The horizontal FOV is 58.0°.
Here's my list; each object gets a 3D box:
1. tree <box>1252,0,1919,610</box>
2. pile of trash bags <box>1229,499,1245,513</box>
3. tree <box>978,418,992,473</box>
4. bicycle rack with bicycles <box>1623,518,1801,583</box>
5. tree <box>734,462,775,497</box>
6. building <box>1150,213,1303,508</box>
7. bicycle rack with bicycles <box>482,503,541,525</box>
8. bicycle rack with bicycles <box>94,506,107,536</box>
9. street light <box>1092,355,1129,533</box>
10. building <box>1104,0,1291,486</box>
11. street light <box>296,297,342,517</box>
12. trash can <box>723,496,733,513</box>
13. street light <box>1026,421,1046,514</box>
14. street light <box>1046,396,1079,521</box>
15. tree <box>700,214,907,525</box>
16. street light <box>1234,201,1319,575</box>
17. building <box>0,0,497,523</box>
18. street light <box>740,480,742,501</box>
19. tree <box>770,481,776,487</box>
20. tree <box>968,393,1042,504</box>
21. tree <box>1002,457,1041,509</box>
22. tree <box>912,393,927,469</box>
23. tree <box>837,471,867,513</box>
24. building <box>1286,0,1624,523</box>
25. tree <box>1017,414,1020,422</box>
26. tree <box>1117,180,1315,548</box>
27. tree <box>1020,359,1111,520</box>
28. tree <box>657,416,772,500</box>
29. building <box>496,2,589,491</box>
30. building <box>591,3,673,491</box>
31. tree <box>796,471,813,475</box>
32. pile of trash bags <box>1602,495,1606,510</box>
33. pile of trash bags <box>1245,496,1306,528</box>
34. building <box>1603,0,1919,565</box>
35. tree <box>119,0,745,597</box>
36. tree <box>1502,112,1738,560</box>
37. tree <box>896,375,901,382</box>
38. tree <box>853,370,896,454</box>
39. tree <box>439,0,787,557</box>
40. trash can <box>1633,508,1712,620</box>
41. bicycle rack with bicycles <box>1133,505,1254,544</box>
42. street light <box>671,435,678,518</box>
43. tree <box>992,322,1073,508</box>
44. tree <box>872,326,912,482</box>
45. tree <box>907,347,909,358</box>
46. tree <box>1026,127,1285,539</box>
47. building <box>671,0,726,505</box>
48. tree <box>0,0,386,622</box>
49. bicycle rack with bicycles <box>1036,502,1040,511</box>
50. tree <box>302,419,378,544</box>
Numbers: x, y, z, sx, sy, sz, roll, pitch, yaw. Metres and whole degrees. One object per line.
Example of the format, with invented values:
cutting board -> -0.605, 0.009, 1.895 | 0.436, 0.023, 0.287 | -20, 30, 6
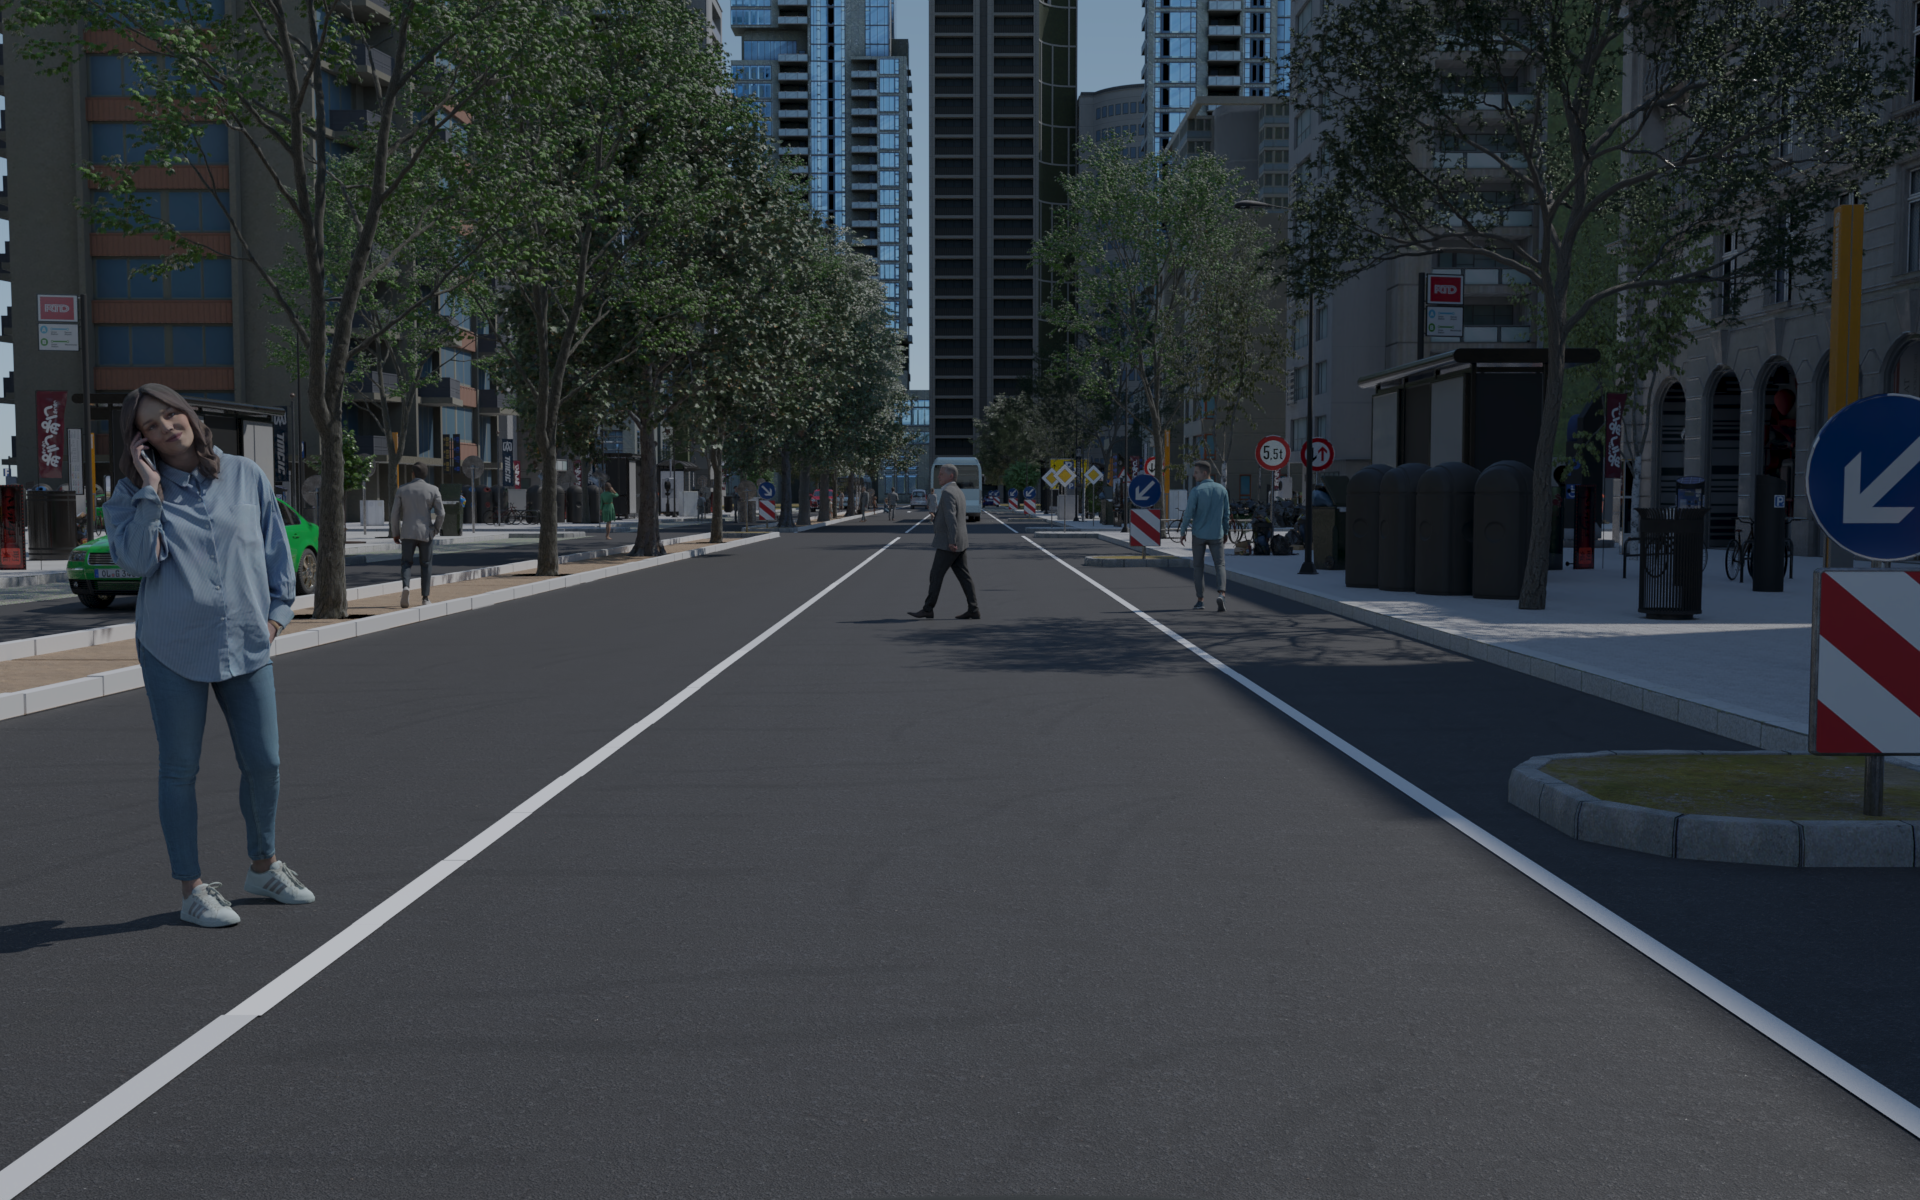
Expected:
tree -> 6.661, -5.161, 18.791 | 7.601, 10.594, 8.767 | 2, 4, 31
pile of trash bags -> 12.275, -4.307, 80.170 | 1.912, 1.369, 3.447 | -3, 4, -36
tree -> 6.461, -12.051, 131.446 | 8.767, 10.594, 7.601 | 1, 4, 20
bicycle rack with bicycles -> 11.559, -0.789, 26.284 | 2.925, 0.926, 2.852 | -3, 5, -42
tree -> -16.723, -9.632, 141.199 | 4.285, 4.588, 4.351 | 0, 3, 0
building -> 28.747, -16.890, 121.198 | 27.650, 21.520, 28.899 | 0, 3, 0
bicycle rack with bicycles -> -18.367, -3.614, 72.470 | 2.925, 0.926, 2.852 | -1, 4, -10
bicycle rack with bicycles -> -24.834, -2.402, 52.648 | 2.852, 0.926, 2.925 | -2, 4, -35
street light -> 4.962, -5.192, 57.430 | 1.470, 5.913, 1.316 | 0, 3, 0
building -> 28.295, -53.550, 188.220 | 22.319, 86.520, 31.000 | 0, 3, 0
street light -> -15.071, -4.183, 40.939 | 1.470, 5.913, 1.316 | 0, 3, 0
trash can -> -16.037, -6.618, 119.864 | 0.748, 1.137, 0.748 | 0, 3, 0
street light -> 4.954, -8.424, 110.273 | 1.470, 5.913, 1.316 | 0, 3, 0
street light -> 4.920, -6.645, 81.192 | 1.470, 5.913, 1.316 | 0, 3, 0
tree -> -7.201, -10.410, 79.322 | 9.857, 13.997, 8.962 | 0, 3, 0
street light -> 5.036, -3.366, 27.580 | 1.470, 5.913, 1.316 | 0, 3, 0
building -> -35.874, -26.581, 89.228 | 22.147, 44.769, 28.867 | 0, 3, 0
street light -> -15.080, -9.230, 123.449 | 1.470, 5.913, 1.316 | 0, 3, 0
tree -> -16.996, -9.526, 150.349 | 1.663, 3.219, 1.824 | 0, 3, 0
tree -> 6.105, -18.739, 213.044 | 9.857, 13.997, 8.962 | 0, 3, 0
tree -> 5.621, -10.275, 151.715 | 4.285, 4.588, 4.351 | 0, 3, 0
tree -> -6.914, -11.623, 109.498 | 9.611, 12.733, 9.660 | 0, 3, 0
tree -> -7.338, -10.398, 122.826 | 4.360, 8.622, 3.978 | 0, 3, 0
building -> 23.701, -24.348, 81.678 | 14.086, 41.232, 14.154 | 0, 3, 0
tree -> 5.773, -9.278, 102.052 | 4.360, 8.622, 3.978 | 0, 3, 0
tree -> 6.362, -5.577, 41.548 | 4.360, 8.622, 3.978 | 0, 3, 0
tree -> 5.905, -8.218, 84.724 | 4.360, 8.622, 3.978 | 0, 3, 0
tree -> -16.035, -10.821, 111.333 | 7.601, 10.594, 8.767 | 1, 4, 9
building -> -33.652, -26.616, 118.759 | 14.154, 41.232, 14.086 | 0, 3, 0
building -> -37.649, -51.469, 154.195 | 22.319, 86.520, 31.000 | 0, 3, 0
tree -> -16.213, -15.184, 182.664 | 8.767, 10.594, 7.601 | 1, 4, 9
pile of trash bags -> 16.305, -2.341, 48.031 | 3.447, 1.369, 1.912 | -1, 4, -15
pile of trash bags -> 12.988, -3.466, 66.415 | 3.447, 1.369, 1.912 | 0, 4, -7
building -> 23.156, -11.739, 33.731 | 13.314, 21.916, 24.055 | 0, 3, 0
tree -> -7.057, -6.203, 29.635 | 9.928, 11.665, 9.643 | 0, 3, 0
tree -> 12.995, -5.086, 33.521 | 4.737, 8.622, 4.395 | 0, 3, 0
tree -> -7.168, -10.487, 99.680 | 9.928, 11.665, 9.643 | 0, 3, 0
tree -> -6.924, -7.422, 49.560 | 9.928, 11.665, 9.643 | 0, 3, 0
tree -> -7.178, -7.352, 39.676 | 9.611, 12.733, 9.660 | 0, 3, 0
trash can -> 7.312, -0.377, 17.814 | 0.748, 1.137, 0.748 | 0, 3, 0
bicycle rack with bicycles -> 6.618, -1.947, 45.209 | 2.925, 0.926, 2.852 | -3, 4, -37
street light -> -15.034, -7.451, 94.368 | 1.470, 5.913, 1.316 | 0, 3, 0
tree -> 6.174, -8.550, 74.209 | 8.767, 10.594, 7.601 | 0, 4, -4
tree -> -6.992, -9.172, 69.425 | 9.611, 12.733, 9.660 | 0, 3, 0
tree -> -7.063, -11.018, 89.260 | 9.857, 13.997, 8.962 | 0, 3, 0
tree -> 5.631, -7.570, 49.527 | 9.928, 11.665, 9.643 | 0, 3, 0
building -> -41.077, -39.884, 194.107 | 28.212, 58.520, 21.231 | 0, 3, 0
tree -> -7.115, -5.577, 19.401 | 9.928, 11.665, 9.643 | 0, 3, 0
bicycle rack with bicycles -> 7.073, -7.382, 134.073 | 2.925, 0.926, 2.852 | 2, 4, 25
tree -> -15.820, -3.070, 44.793 | 1.663, 3.219, 1.824 | 0, 3, 0
